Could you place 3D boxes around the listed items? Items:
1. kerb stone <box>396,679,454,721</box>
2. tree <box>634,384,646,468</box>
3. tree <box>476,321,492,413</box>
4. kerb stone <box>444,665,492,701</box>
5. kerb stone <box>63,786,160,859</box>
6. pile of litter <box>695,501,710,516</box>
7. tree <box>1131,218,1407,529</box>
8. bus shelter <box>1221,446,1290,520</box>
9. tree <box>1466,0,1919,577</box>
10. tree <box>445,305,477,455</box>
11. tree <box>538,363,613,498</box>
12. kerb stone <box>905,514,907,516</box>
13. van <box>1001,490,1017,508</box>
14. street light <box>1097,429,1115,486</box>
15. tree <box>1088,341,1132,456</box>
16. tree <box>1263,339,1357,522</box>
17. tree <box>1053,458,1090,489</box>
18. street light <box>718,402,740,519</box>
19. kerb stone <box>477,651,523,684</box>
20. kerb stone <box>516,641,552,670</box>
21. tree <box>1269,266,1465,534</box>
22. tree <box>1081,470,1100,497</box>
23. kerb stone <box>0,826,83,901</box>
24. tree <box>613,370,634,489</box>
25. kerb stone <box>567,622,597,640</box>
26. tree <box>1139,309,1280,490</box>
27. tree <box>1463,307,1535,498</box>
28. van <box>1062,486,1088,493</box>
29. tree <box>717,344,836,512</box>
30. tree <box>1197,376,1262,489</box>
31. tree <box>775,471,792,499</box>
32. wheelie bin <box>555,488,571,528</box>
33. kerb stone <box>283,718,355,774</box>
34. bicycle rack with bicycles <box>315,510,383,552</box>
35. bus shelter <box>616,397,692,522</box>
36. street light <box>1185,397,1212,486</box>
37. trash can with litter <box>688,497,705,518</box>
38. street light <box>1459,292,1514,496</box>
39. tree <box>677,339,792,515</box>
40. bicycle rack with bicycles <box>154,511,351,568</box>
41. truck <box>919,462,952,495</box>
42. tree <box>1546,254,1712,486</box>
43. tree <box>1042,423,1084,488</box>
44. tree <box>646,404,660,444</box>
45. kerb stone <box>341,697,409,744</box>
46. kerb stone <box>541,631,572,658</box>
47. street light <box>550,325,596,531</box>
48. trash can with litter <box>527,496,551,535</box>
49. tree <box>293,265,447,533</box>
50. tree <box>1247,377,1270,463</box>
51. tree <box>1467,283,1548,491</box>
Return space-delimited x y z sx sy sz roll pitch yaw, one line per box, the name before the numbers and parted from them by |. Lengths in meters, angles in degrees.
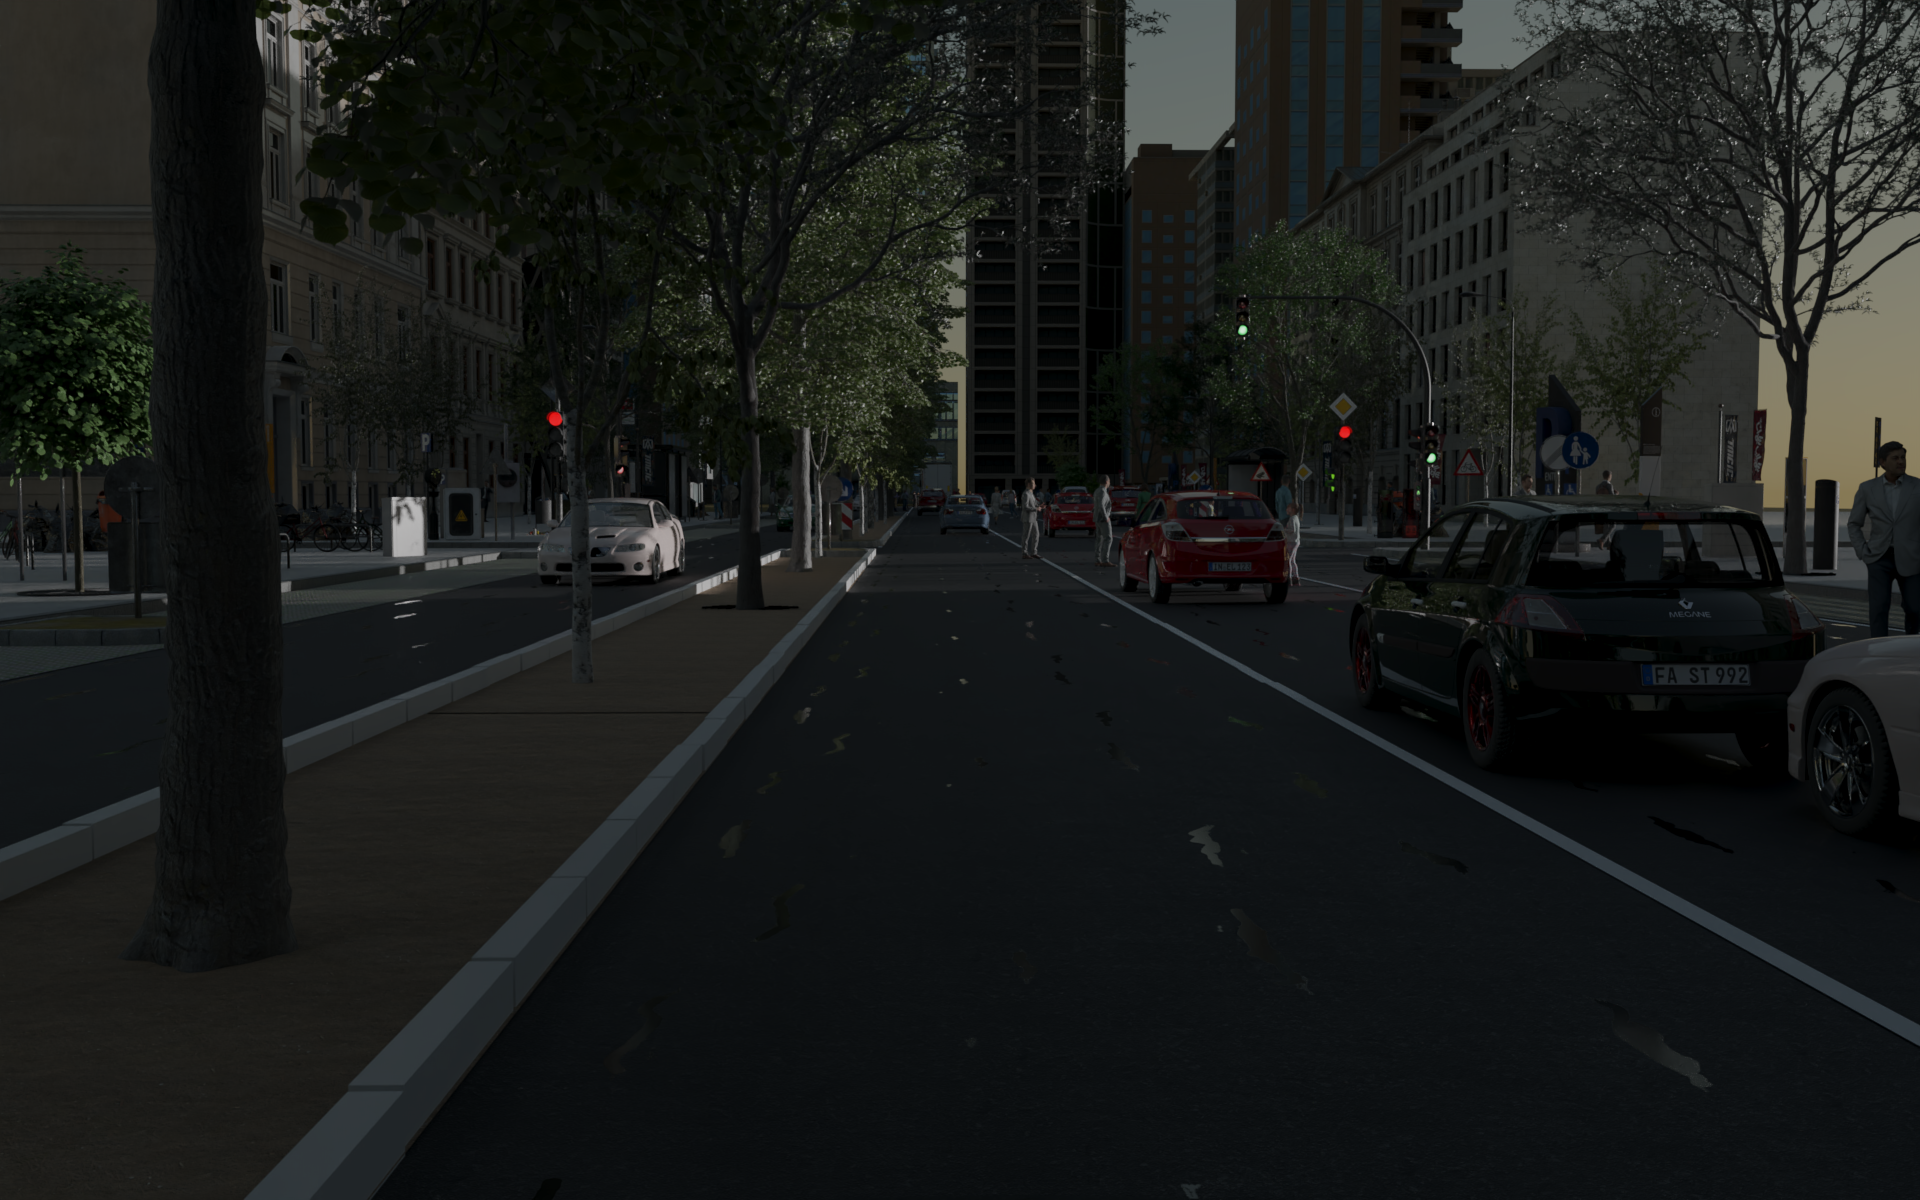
kerb stone | -3.528 0.666 11.343 0.120 0.150 1.000 0 4 -1
tree | -21.175 -9.362 103.432 4.360 8.622 3.978 0 3 0
tree | -20.519 -7.195 68.006 4.360 8.622 3.978 0 3 0
kerb stone | -3.543 0.604 12.365 0.120 0.150 1.000 0 4 -1
kerb stone | -3.444 0.915 7.243 0.120 0.150 1.000 0 4 -1
pile of litter | -15.346 -5.380 101.929 1.176 0.858 1.719 -3 5 -42
tree | 12.546 -8.472 64.266 9.928 11.665 9.643 0 3 0
bus shelter | 12.998 -5.044 76.400 2.014 3.302 5.546 0 4 -1
tree | 13.204 -7.144 27.169 12.009 13.543 11.850 0 3 0
tree | -20.018 -6.825 61.955 4.360 8.622 3.978 0 3 0
tree | -20.925 -8.717 92.891 4.360 8.622 3.978 0 3 0
kerb stone | -3.252 -4.702 99.074 0.120 0.150 1.000 0 4 -1
van | 5.100 -10.800 183.584 2.013 2.044 4.112 0 3 0
street light | 10.412 -9.195 122.881 1.470 5.913 1.316 0 4 -1
tree | 12.275 -11.570 114.924 9.928 11.665 9.643 0 3 0
tree | 16.560 -7.946 80.282 4.737 8.622 4.395 0 3 0
tree | 10.953 -11.367 169.566 4.285 4.588 4.351 0 3 0
street light | -11.555 -7.037 87.588 1.470 5.913 1.316 0 4 -1
kerb stone | -3.579 0.538 13.400 0.120 0.150 1.000 0 4 -1
kerb stone | -3.590 0.478 14.427 0.120 0.150 1.000 0 4 -1
tree | 13.122 -6.467 56.099 4.360 8.622 3.978 0 3 0
tree | 10.840 -8.865 139.543 1.663 3.219 1.824 0 3 0
kerb stone | -3.419 0.982 6.222 0.120 0.150 1.000 0 4 -1
tree | -21.049 -9.041 98.183 4.360 8.622 3.978 0 3 0
kerb stone | -3.634 0.349 16.485 0.120 0.150 1.000 0 4 -1
tree | 12.637 -9.413 88.310 7.601 10.594 8.767 0 4 -4
tree | 20.464 -7.150 67.269 4.360 8.622 3.978 0 3 0
van | 6.389 -5.520 97.265 2.013 2.044 4.112 0 4 1
tree | -13.269 -12.595 122.942 9.611 12.733 9.660 0 3 0
tree | 17.076 -9.621 107.660 4.737 8.622 4.395 0 3 0
tree | -13.764 -8.430 132.427 1.663 3.219 1.824 0 3 0
wheelie bin | -13.288 -3.057 57.885 0.693 1.594 0.980 -1 4 -19
kerb stone | -3.488 0.789 9.293 0.120 0.150 1.000 0 4 -1
bicycle rack with bicycles | -13.631 -1.566 38.990 2.925 0.926 2.852 0 4 7
bus shelter | -13.171 -5.918 74.394 2.179 5.291 8.768 0 4 -1
street light | 11.418 -6.736 82.668 1.470 5.913 1.316 0 4 -1
trash can with litter | -14.388 -5.060 94.110 1.055 1.170 0.624 1 4 11
street light | 12.164 -4.123 39.954 1.470 5.913 1.316 0 4 -1
tree | -13.745 -11.040 106.251 9.928 11.665 9.643 0 3 0
bicycle rack with bicycles | -12.447 -0.972 29.281 2.852 0.926 2.925 1 4 12
truck | -2.165 -10.235 156.258 2.839 4.237 11.283 0 4 -2
tree | 20.219 -6.204 51.790 4.737 8.622 4.395 0 3 0
tree | 10.641 -14.091 180.745 4.737 8.622 4.395 0 3 0
tree | -21.899 -10.118 115.788 4.360 8.622 3.978 0 3 0
kerb stone | -3.510 0.730 10.321 0.120 0.150 1.000 0 4 -1
kerb stone | -3.613 0.412 15.455 0.120 0.150 1.000 0 4 -1
street light | -10.703 -4.599 47.742 1.470 5.913 1.316 0 4 -1
trash can with litter | -12.756 -2.676 54.814 2.233 1.210 1.678 -2 4 -28
tree | -19.744 -6.490 56.482 4.360 8.622 3.978 0 3 0
tree | 18.639 -8.904 95.946 4.360 8.622 3.978 0 3 0
tree | 20.116 -6.793 61.429 4.737 8.622 4.395 0 3 0
